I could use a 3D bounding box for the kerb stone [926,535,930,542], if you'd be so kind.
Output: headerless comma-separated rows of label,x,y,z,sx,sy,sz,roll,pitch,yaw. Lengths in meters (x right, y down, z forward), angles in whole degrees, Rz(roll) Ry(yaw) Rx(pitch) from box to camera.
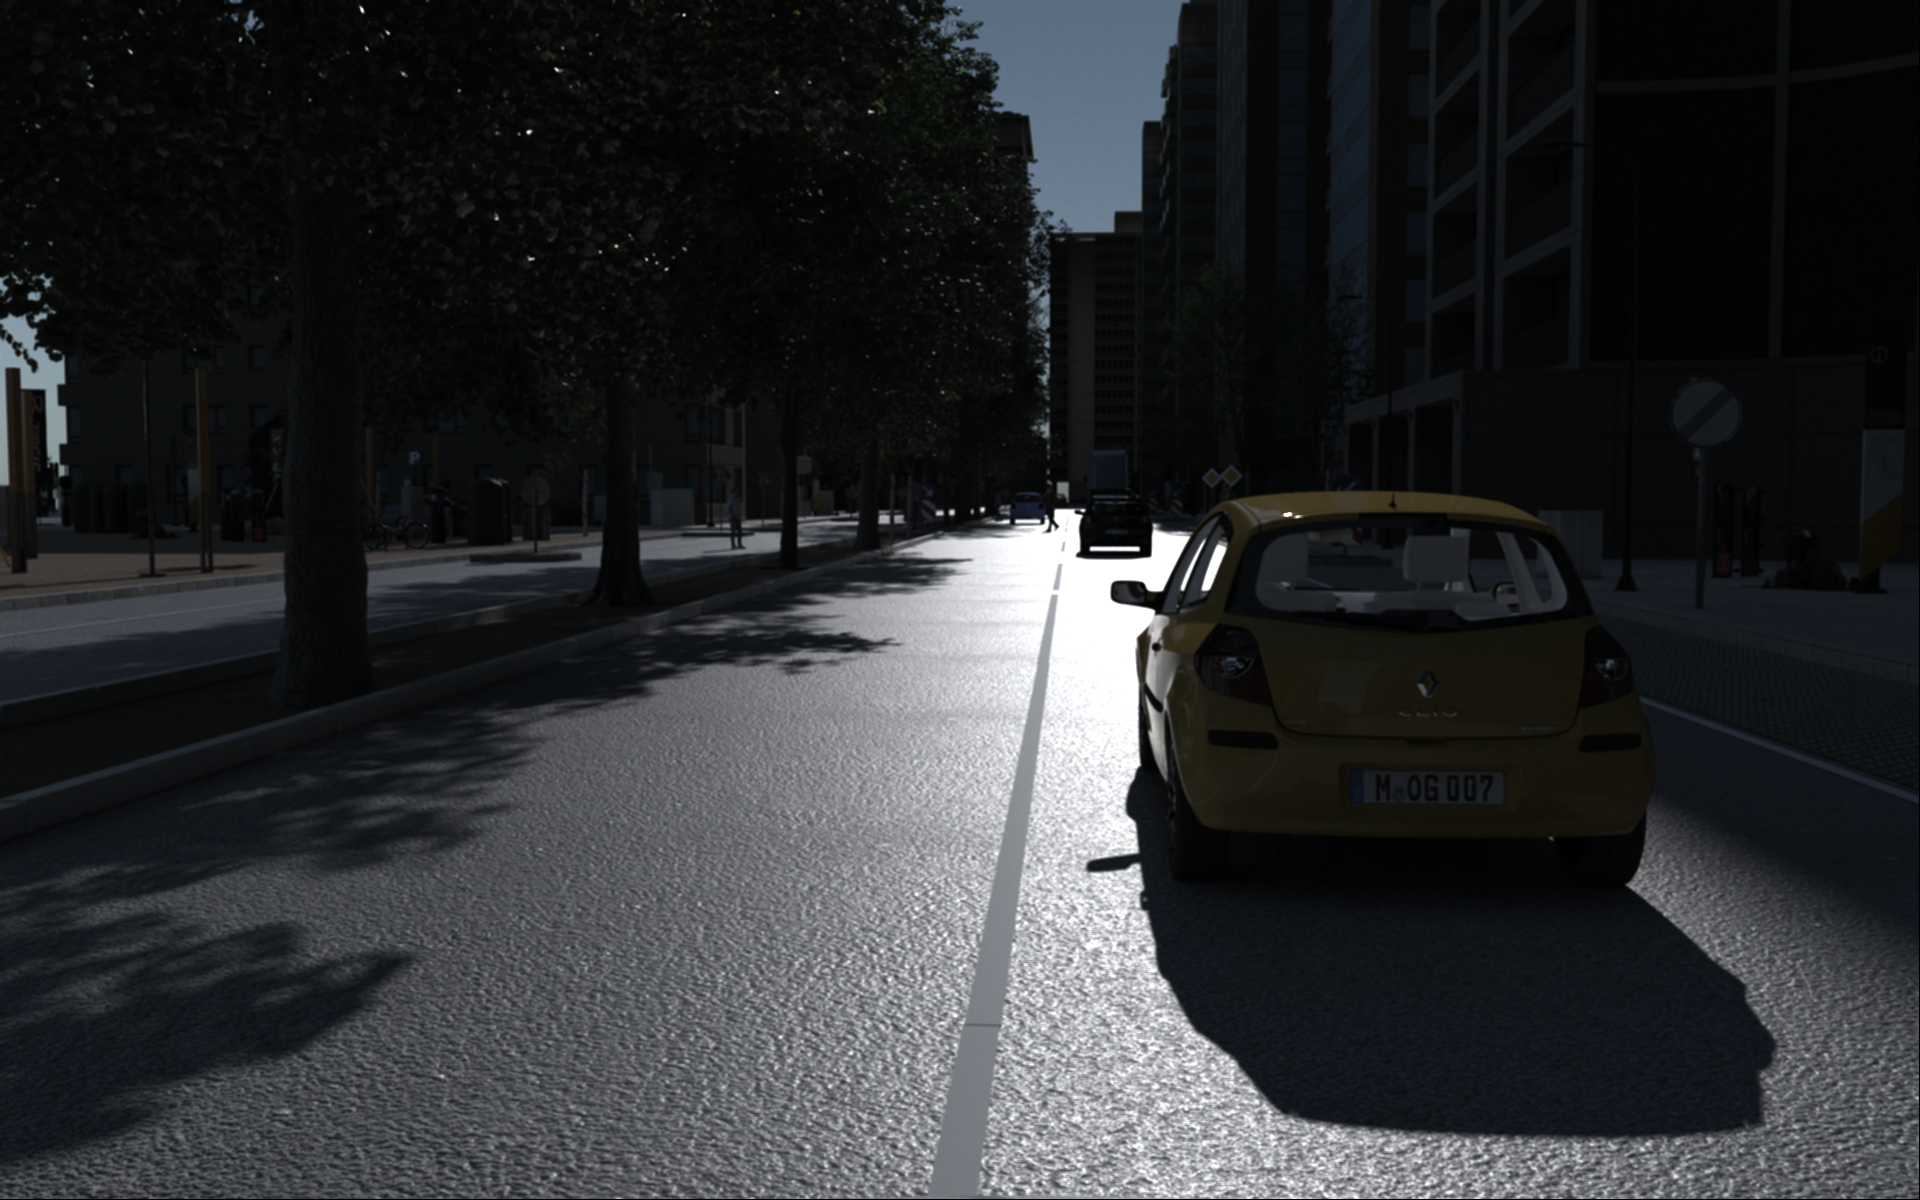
kerb stone,-1.088,-1.809,51.778,0.120,0.150,1.000,0,4,4

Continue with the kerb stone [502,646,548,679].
kerb stone,-3.541,0.507,13.913,0.120,0.150,1.000,0,4,4

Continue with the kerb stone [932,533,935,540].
kerb stone,-0.954,-1.931,53.817,0.120,0.150,1.000,0,4,4

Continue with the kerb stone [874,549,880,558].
kerb stone,-1.954,-0.996,38.474,0.120,0.150,1.000,0,4,4

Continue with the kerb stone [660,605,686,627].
kerb stone,-3.210,0.193,19.033,0.120,0.150,1.000,0,4,4

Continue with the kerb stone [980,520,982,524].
kerb stone,0.809,-3.585,80.936,0.120,0.150,1.000,0,4,4

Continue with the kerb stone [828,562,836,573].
kerb stone,-2.411,-0.557,31.304,0.120,0.150,1.000,0,4,4

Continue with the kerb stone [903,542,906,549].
kerb stone,-1.553,-1.366,44.603,0.120,0.150,1.000,0,4,4

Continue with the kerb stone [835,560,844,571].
kerb stone,-2.346,-0.620,32.328,0.120,0.150,1.000,0,4,4

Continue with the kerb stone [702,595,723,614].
kerb stone,-3.079,0.069,21.072,0.120,0.150,1.000,0,4,4

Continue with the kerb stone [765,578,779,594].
kerb stone,-2.811,-0.182,25.175,0.120,0.150,1.000,0,4,4

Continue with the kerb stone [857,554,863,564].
kerb stone,-2.148,-0.800,35.401,0.120,0.150,1.000,0,4,4

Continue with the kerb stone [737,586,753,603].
kerb stone,-2.951,-0.057,23.122,0.120,0.150,1.000,0,4,4

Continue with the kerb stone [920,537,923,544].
kerb stone,-1.226,-1.681,49.716,0.120,0.150,1.000,0,4,4

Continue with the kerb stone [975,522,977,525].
kerb stone,0.542,-3.343,76.846,0.120,0.150,1.000,0,4,4

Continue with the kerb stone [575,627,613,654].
kerb stone,-3.411,0.382,15.953,0.120,0.150,1.000,0,4,4

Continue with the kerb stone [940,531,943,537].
kerb stone,-0.747,-2.121,56.877,0.120,0.150,1.000,0,4,4

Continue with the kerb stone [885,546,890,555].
kerb stone,-1.815,-1.121,40.519,0.120,0.150,1.000,0,4,4

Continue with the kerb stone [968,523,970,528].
kerb stone,0.208,-3.029,71.716,0.120,0.150,1.000,0,4,4

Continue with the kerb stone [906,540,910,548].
kerb stone,-1.496,-1.433,45.624,0.120,0.150,1.000,0,4,4

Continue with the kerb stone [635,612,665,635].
kerb stone,-3.277,0.256,18.013,0.120,0.150,1.000,0,4,4

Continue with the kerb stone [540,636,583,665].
kerb stone,-3.476,0.444,14.933,0.120,0.150,1.000,0,4,4

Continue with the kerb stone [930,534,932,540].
kerb stone,-1.022,-1.871,52.798,0.120,0.150,1.000,0,4,4

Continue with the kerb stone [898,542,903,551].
kerb stone,-1.613,-1.308,43.583,0.120,0.150,1.000,0,4,4

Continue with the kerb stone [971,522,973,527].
kerb stone,0.346,-3.154,73.761,0.120,0.150,1.000,0,4,4

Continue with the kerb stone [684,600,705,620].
kerb stone,-3.151,0.131,20.053,0.120,0.150,1.000,0,4,4

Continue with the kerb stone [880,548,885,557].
kerb stone,-1.891,-1.055,39.496,0.120,0.150,1.000,0,4,4

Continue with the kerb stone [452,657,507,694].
kerb stone,-3.611,0.569,12.893,0.120,0.150,1.000,0,4,4

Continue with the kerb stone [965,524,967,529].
kerb stone,0.076,-2.901,69.676,0.120,0.150,1.000,0,4,4

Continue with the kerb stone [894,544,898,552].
kerb stone,-1.684,-1.246,42.563,0.120,0.150,1.000,0,4,4

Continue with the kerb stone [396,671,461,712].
kerb stone,-3.677,0.632,11.869,0.120,0.150,1.000,0,4,4

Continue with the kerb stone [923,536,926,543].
kerb stone,-1.161,-1.746,50.745,0.120,0.150,1.000,0,4,4

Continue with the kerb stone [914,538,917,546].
kerb stone,-1.358,-1.558,47.663,0.120,0.150,1.000,0,4,4

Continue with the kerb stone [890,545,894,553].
kerb stone,-1.759,-1.178,41.543,0.120,0.150,1.000,0,4,4

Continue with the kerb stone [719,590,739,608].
kerb stone,-3.015,0.006,22.102,0.120,0.150,1.000,0,4,4

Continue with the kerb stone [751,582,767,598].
kerb stone,-2.880,-0.120,24.152,0.120,0.150,1.000,0,4,4

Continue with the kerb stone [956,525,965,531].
kerb stone,0.017,-2.838,68.655,0.120,0.150,1.000,0,4,4

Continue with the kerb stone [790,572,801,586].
kerb stone,-2.674,-0.307,27.220,0.120,0.150,1.000,0,4,4

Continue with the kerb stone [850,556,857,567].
kerb stone,-2.218,-0.744,34.375,0.120,0.150,1.000,0,4,4

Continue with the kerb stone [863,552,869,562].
kerb stone,-2.085,-0.866,36.426,0.120,0.150,1.000,0,4,4

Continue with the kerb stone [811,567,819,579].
kerb stone,-2.550,-0.432,29.260,0.120,0.150,1.000,0,4,4

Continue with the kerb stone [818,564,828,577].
kerb stone,-2.489,-0.494,30.280,0.120,0.150,1.000,0,4,4

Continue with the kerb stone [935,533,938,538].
kerb stone,-0.887,-1.993,54.837,0.120,0.150,1.000,0,4,4

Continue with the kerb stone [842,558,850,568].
kerb stone,-2.288,-0.682,33.349,0.120,0.150,1.000,0,4,4

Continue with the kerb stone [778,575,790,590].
kerb stone,-2.752,-0.245,26.195,0.120,0.150,1.000,0,4,4

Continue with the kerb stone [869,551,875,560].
kerb stone,-2.013,-0.931,37.447,0.120,0.150,1.000,0,4,4

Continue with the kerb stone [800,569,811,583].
kerb stone,-2.611,-0.370,28.240,0.120,0.150,1.000,0,4,4

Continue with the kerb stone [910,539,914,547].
kerb stone,-1.424,-1.493,46.643,0.120,0.150,1.000,0,4,4

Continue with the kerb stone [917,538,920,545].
kerb stone,-1.293,-1.620,48.690,0.120,0.150,1.000,0,4,4

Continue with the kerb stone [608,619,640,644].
kerb stone,-3.346,0.322,16.980,0.120,0.150,1.000,0,4,4

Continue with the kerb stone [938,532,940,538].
kerb stone,-0.828,-2.059,55.858,0.120,0.150,1.000,0,4,4
